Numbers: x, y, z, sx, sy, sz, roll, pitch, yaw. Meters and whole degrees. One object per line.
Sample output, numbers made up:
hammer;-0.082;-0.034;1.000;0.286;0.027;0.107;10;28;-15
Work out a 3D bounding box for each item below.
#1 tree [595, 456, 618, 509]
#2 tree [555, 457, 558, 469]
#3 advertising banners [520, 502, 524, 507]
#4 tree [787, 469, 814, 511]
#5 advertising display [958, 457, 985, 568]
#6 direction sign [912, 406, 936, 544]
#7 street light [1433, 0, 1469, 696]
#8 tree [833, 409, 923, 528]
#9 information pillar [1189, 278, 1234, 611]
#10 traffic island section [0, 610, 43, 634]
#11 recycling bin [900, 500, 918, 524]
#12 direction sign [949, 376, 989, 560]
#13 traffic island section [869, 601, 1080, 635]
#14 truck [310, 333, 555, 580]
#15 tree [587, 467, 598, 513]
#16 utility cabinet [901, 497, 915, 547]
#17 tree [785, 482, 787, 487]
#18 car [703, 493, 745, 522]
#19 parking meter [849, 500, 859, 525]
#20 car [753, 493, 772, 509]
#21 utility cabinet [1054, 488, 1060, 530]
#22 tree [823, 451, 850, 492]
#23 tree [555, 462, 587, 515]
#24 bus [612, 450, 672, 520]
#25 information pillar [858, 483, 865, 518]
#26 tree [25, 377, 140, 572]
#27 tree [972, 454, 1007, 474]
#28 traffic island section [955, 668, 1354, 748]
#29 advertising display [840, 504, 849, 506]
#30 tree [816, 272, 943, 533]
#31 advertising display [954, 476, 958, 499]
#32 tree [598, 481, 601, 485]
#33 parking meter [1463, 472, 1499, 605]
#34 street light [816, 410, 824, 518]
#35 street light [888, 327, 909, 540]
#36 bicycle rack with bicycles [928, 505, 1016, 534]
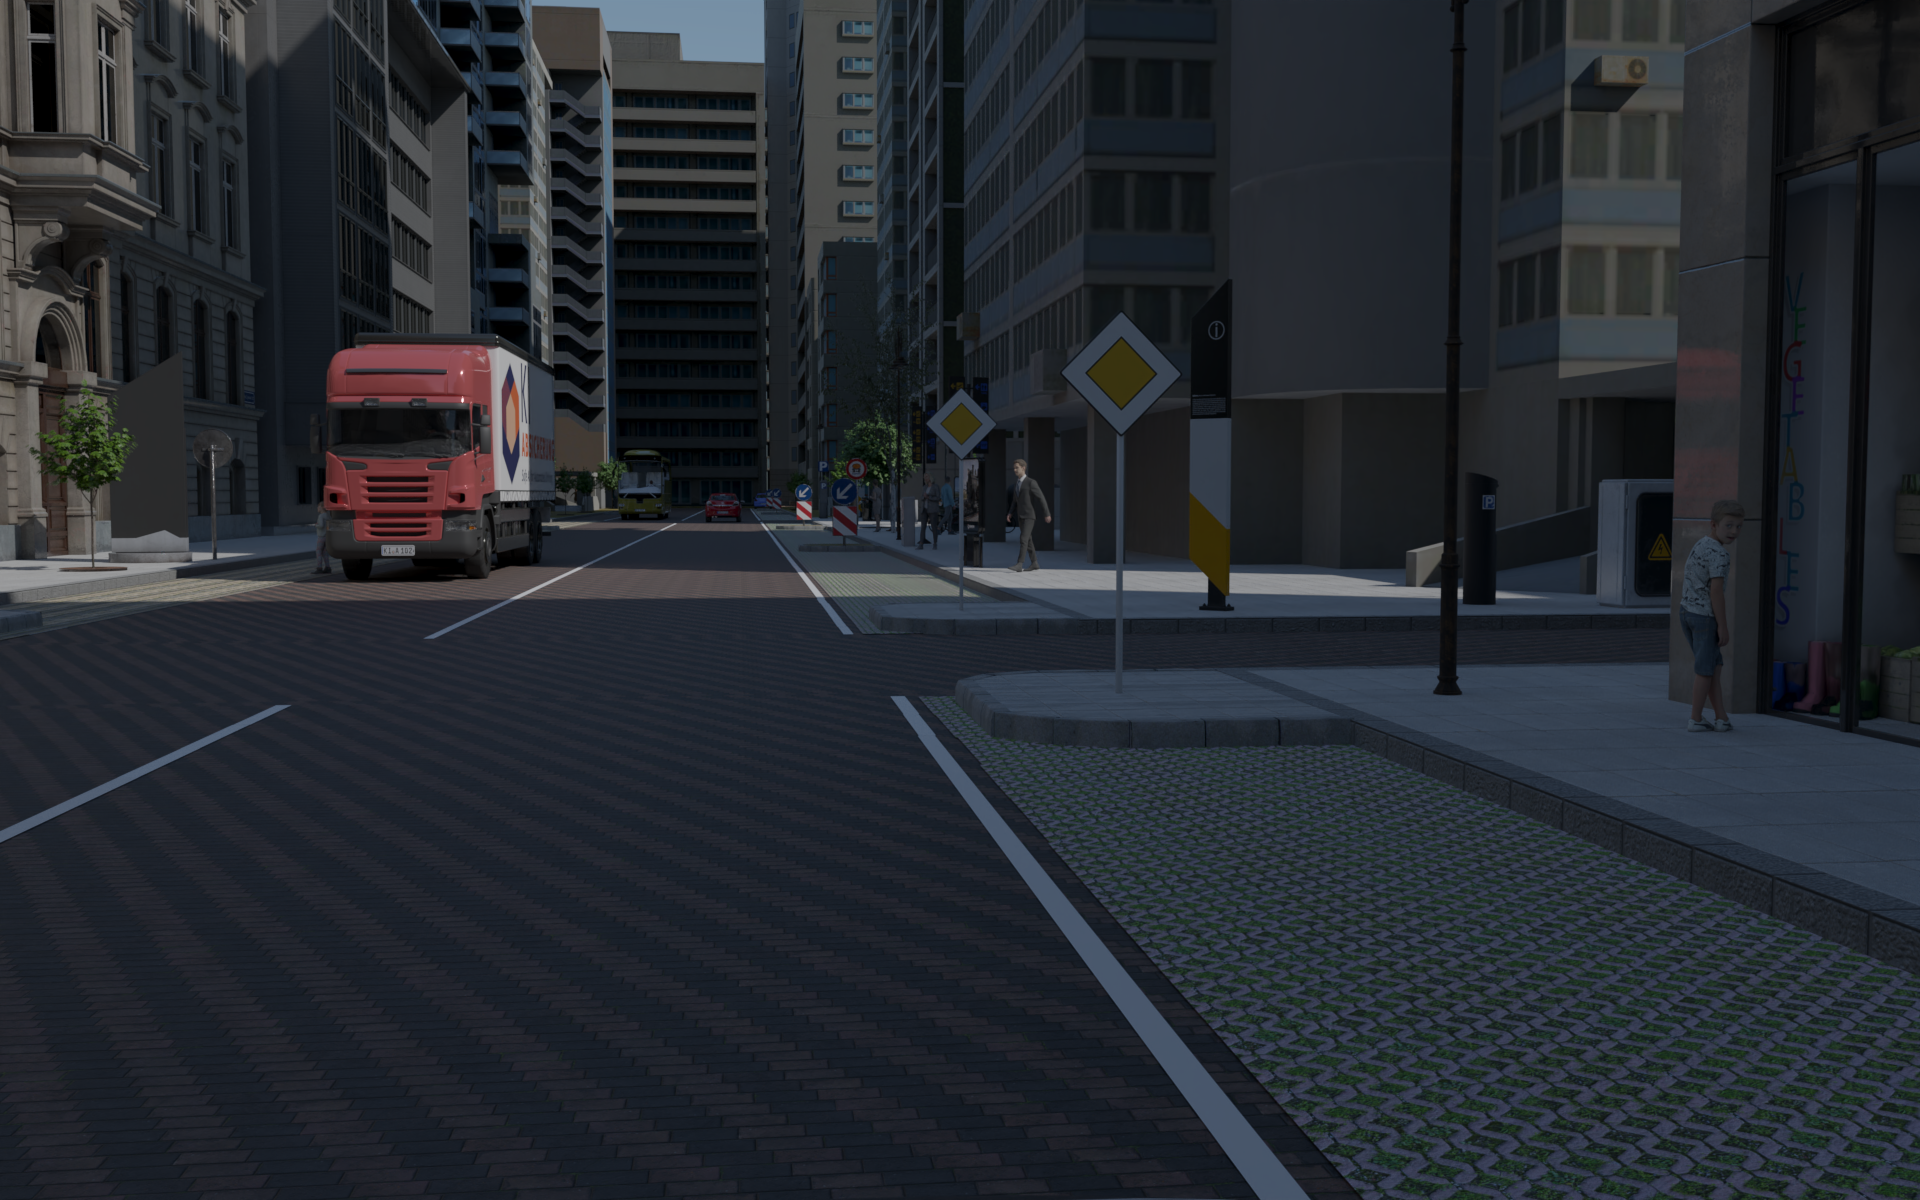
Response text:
tree;-30.089;-10.161;149.842;4.285;4.588;4.351;0;3;0
tree;-22.758;-6.526;90.412;4.285;4.588;4.351;0;3;0
advertising banners;-20.485;-5.186;80.972;0.090;3.025;2.074;-1;4;-21
tree;-12.396;-8.623;135.588;1.663;3.219;1.824;0;3;0
advertising display;0.229;-1.545;30.481;0.123;1.923;0.974;-1;4;-18
direction sign;-0.923;-3.220;44.645;0.379;3.537;0.876;-3;5;-45
street light;3.129;-2.333;10.935;0.468;5.910;1.993;0;4;-7
tree;-3.182;-5.002;65.498;4.285;4.588;4.351;0;3;0
information pillar;2.767;-1.694;19.048;0.504;3.616;0.183;3;4;38
traffic island section;-10.796;0.280;17.702;2.009;0.180;2.903;0;4;-7
recycling bin;-2.219;-3.756;73.957;0.722;1.027;0.722;1;4;10
direction sign;0.170;-2.538;33.499;0.876;3.537;0.379;-2;4;-30
traffic island section;0.058;0.196;19.075;2.009;0.180;2.903;0;4;-7
truck;-9.525;-2.667;32.514;2.839;4.237;11.283;0;4;-6
tree;-25.894;-7.597;118.805;1.663;3.219;1.824;0;3;0
utility cabinet;-1.288;-1.932;42.751;0.306;1.237;1.020;0;4;-5
tree;-13.256;-8.917;140.390;1.663;3.219;1.824;0;3;0
car;-12.182;-4.908;89.287;2.155;1.783;4.494;0;4;-6
parking meter;-4.357;-3.836;71.136;0.372;1.533;0.369;0;3;0
car;-18.642;-9.448;164.057;1.945;1.707;3.694;0;4;-6
utility cabinet;2.987;-3.246;61.751;1.173;1.500;0.318;0;4;-1
tree;-5.313;-5.045;77.080;1.663;3.219;1.824;0;3;0
tree;-24.098;-6.767;105.236;1.663;3.219;1.824;0;3;0
bus;-18.129;-6.622;99.808;2.896;3.916;12.252;0;4;-7
information pillar;-5.417;-6.292;94.224;0.504;3.616;0.183;-1;4;-15
tree;-14.630;-2.094;28.841;1.663;3.219;1.824;0;3;0
tree;0.941;-4.594;69.705;1.663;3.219;1.824;0;3;0
traffic island section;1.068;0.681;11.154;2.009;0.180;2.903;0;4;-7
advertising display;-6.044;-5.261;91.229;0.123;1.923;0.974;2;4;25
tree;-2.372;-6.498;56.606;4.360;8.622;3.978;0;3;0
advertising display;0.260;-3.517;62.718;0.974;1.923;0.123;1;4;12
tree;-26.498;-7.850;122.955;1.663;3.219;1.824;0;3;0
parking meter;6.050;-0.717;20.138;0.372;1.533;0.369;0;3;0
street light;-7.539;-7.377;93.396;0.468;5.910;1.993;0;4;-7
street light;-1.704;-4.613;48.204;0.468;5.910;1.993;0;4;-7
bicycle rack with bicycles;0.382;-2.658;56.845;2.925;0.926;2.852;0;4;-3
